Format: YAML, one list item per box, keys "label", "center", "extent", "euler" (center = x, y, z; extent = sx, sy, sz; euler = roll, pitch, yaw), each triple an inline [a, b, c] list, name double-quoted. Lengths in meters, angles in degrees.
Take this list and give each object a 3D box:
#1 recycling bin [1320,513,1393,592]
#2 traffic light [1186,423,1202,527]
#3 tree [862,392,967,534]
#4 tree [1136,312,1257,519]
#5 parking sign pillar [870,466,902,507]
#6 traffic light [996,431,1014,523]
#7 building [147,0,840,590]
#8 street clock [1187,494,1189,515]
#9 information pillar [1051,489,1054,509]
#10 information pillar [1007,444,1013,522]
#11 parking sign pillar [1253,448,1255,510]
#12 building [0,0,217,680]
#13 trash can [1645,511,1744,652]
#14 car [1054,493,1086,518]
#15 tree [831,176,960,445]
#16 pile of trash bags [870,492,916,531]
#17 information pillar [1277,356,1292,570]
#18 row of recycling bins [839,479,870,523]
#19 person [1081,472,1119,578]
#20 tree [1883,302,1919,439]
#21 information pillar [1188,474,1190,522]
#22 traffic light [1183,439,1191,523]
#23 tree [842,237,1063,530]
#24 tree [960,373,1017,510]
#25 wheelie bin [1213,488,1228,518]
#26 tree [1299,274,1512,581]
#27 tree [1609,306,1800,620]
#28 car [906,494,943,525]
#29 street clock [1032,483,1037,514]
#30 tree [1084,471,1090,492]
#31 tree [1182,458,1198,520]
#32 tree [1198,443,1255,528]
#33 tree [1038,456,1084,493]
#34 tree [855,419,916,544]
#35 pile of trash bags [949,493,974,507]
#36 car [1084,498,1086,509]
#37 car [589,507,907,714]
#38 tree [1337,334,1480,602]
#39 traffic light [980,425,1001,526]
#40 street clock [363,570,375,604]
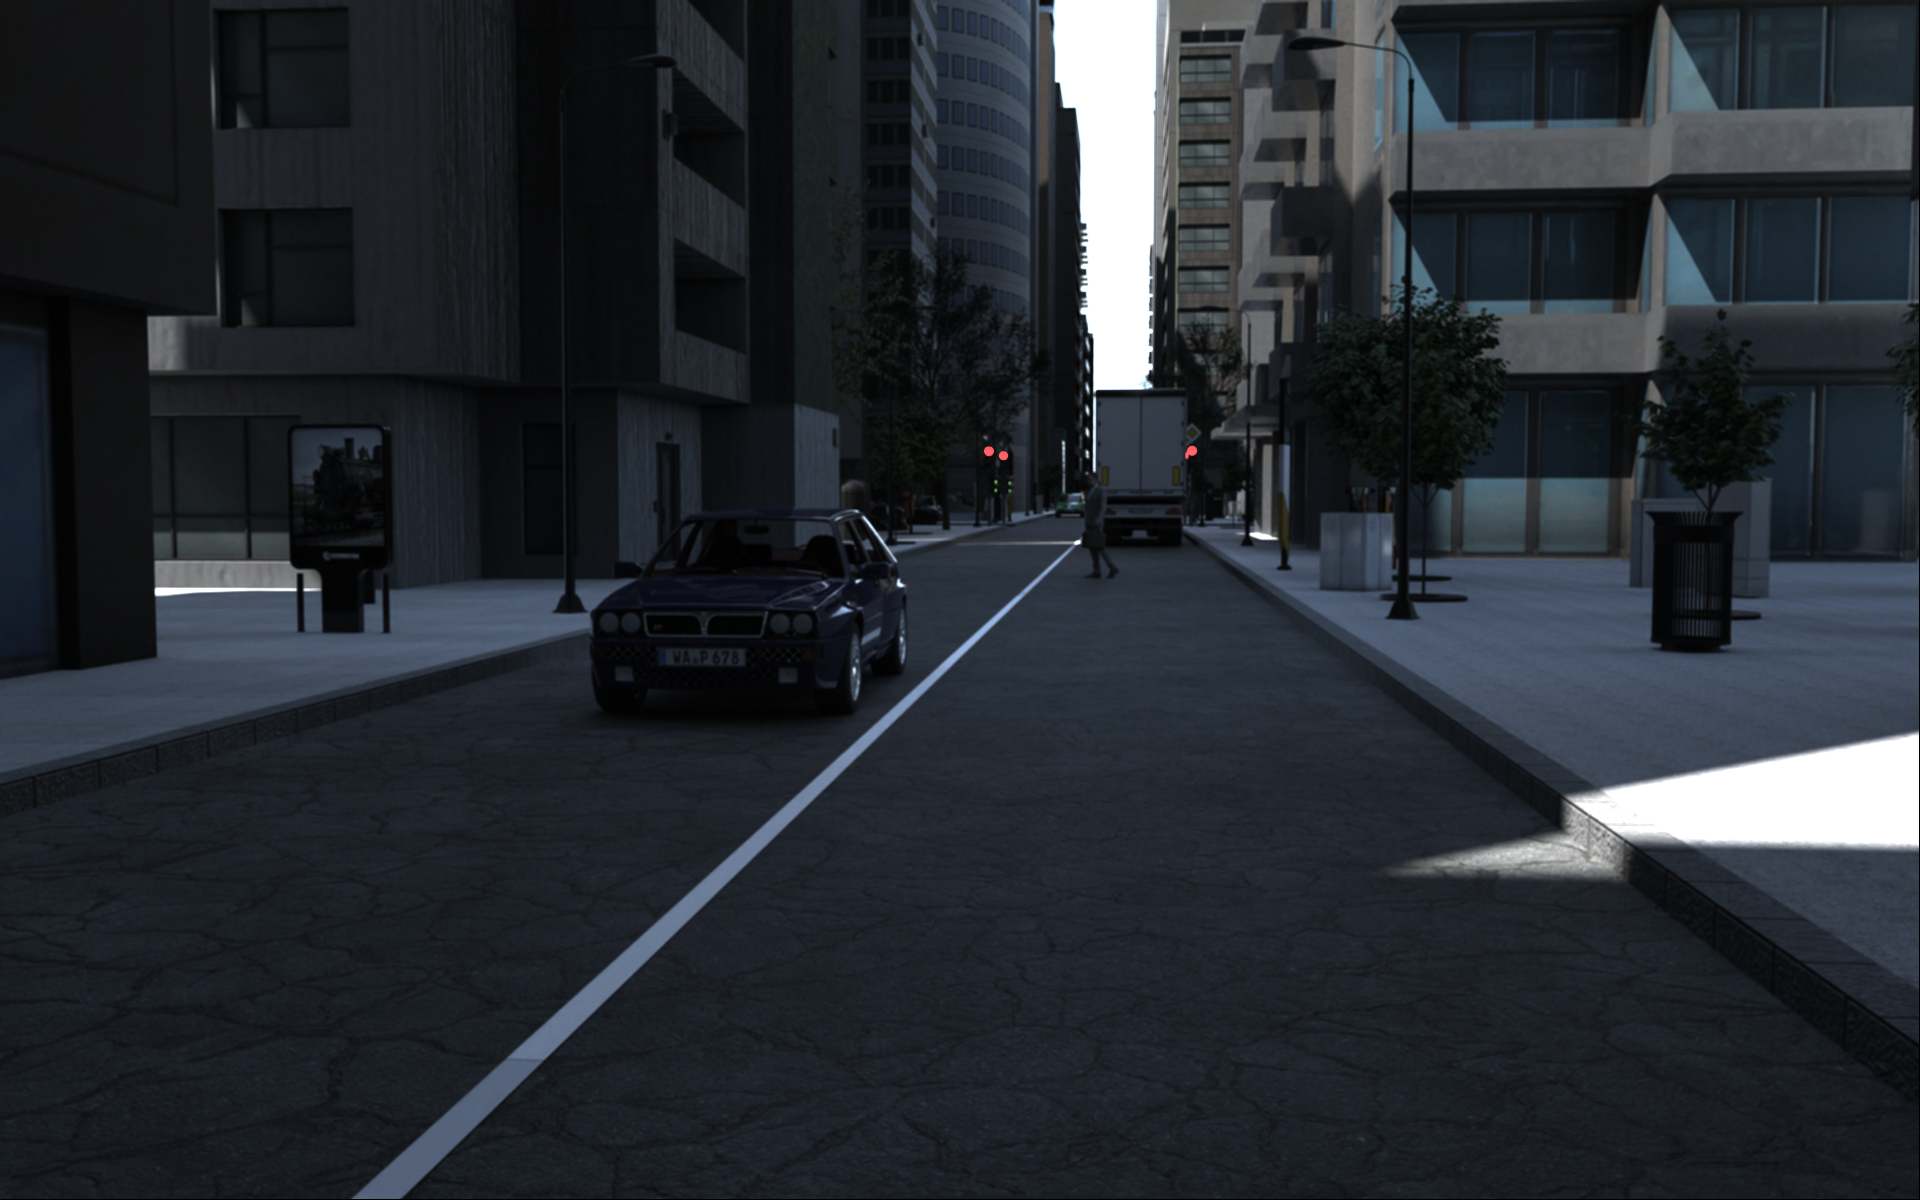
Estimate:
- label: "recycling bin"
  center: [5.313, -0.652, 23.219]
  extent: [0.722, 1.027, 0.722]
  euler: [3, 5, 45]
- label: "traffic light"
  center: [9.122, -4.858, 68.345]
  extent: [0.839, 4.253, 0.868]
  euler: [0, 4, 6]
- label: "tree"
  center: [-1.494, -4.396, 55.583]
  extent: [4.285, 4.588, 4.351]
  euler: [0, 3, 0]
- label: "tree"
  center: [12.322, -9.508, 89.867]
  extent: [8.767, 10.594, 7.601]
  euler: [0, 4, 6]
- label: "parking sign pillar"
  center: [-2.869, -4.880, 68.264]
  extent: [1.447, 3.967, 1.447]
  euler: [0, 4, 8]
- label: "traffic light"
  center: [1.974, -5.390, 77.048]
  extent: [0.839, 4.253, 0.868]
  euler: [0, 4, 6]
- label: "building"
  center: [-10.125, -15.710, 28.553]
  extent: [14.160, 30.474, 14.107]
  euler: [0, 4, 6]
- label: "street clock"
  center: [13.831, -6.122, 104.662]
  extent: [0.471, 2.002, 0.358]
  euler: [2, 4, 34]
- label: "information pillar"
  center: [8.132, -9.032, 152.170]
  extent: [0.304, 2.012, 0.304]
  euler: [0, 4, -5]
- label: "information pillar"
  center: [2.317, -5.409, 79.787]
  extent: [0.183, 3.616, 0.504]
  euler: [-1, 4, -18]
- label: "parking sign pillar"
  center: [17.680, -6.861, 100.652]
  extent: [1.447, 3.967, 1.447]
  euler: [1, 4, 15]
- label: "building"
  center: [-13.481, -21.780, 6.210]
  extent: [14.600, 45.320, 14.200]
  euler: [0, 4, 6]
- label: "trash can"
  center: [6.010, -0.157, 14.215]
  extent: [0.748, 1.137, 0.748]
  euler: [0, 3, 0]
- label: "car"
  center: [6.802, -5.988, 106.706]
  extent: [1.959, 1.807, 4.718]
  euler: [0, 4, 5]
- label: "tree"
  center: [-3.223, -5.413, 38.869]
  extent: [4.737, 8.622, 4.395]
  euler: [0, 3, 0]
- label: "pile of trash bags"
  center: [-2.614, -3.139, 61.082]
  extent: [1.912, 1.369, 3.447]
  euler: [2, 4, 31]
- label: "information pillar"
  center: [5.468, -2.313, 29.180]
  extent: [0.183, 3.616, 0.504]
  euler: [1, 4, 23]
- label: "row of recycling bins"
  center: [-3.066, -2.544, 48.706]
  extent: [1.069, 1.692, 3.534]
  euler: [0, 3, 0]
- label: "person"
  center: [2.307, -1.284, 29.612]
  extent: [0.853, 1.813, 0.709]
  euler: [-2, 4, -33]
- label: "tree"
  center: [13.692, -2.351, 22.159]
  extent: [4.285, 4.588, 4.351]
  euler: [0, 3, 0]
- label: "information pillar"
  center: [10.772, -5.461, 80.640]
  extent: [0.183, 3.616, 0.504]
  euler: [-1, 4, -16]
- label: "traffic light"
  center: [9.899, -5.344, 76.292]
  extent: [0.839, 4.253, 0.868]
  euler: [0, 4, 6]
- label: "tree"
  center: [-0.407, -7.811, 62.129]
  extent: [8.767, 10.594, 7.601]
  euler: [1, 4, 9]
- label: "tree"
  center: [1.094, -9.383, 103.768]
  extent: [4.737, 8.622, 4.395]
  euler: [0, 3, 0]
- label: "wheelie bin"
  center: [13.800, -5.153, 92.157]
  extent: [0.980, 1.594, 0.693]
  euler: [2, 4, 32]
- label: "tree"
  center: [6.739, -2.591, 26.070]
  extent: [4.285, 4.588, 4.351]
  euler: [0, 3, 0]
- label: "tree"
  center: [7.830, -1.423, 17.876]
  extent: [1.663, 3.219, 1.824]
  euler: [0, 3, 0]
- label: "car"
  center: [-2.730, -3.846, 72.663]
  extent: [4.222, 1.686, 2.009]
  euler: [0, 4, 6]
- label: "street clock"
  center: [4.729, -6.405, 109.288]
  extent: [0.358, 2.002, 0.471]
  euler: [0, 4, 4]
- label: "tree"
  center: [15.487, -14.699, 224.040]
  extent: [4.285, 4.588, 4.351]
  euler: [0, 3, 0]
- label: "tree"
  center: [11.704, -5.503, 84.575]
  extent: [1.663, 3.219, 1.824]
  euler: [0, 3, 0]
- label: "tree"
  center: [10.207, -4.295, 64.828]
  extent: [1.663, 3.219, 1.824]
  euler: [0, 3, 0]
- label: "tree"
  center: [7.336, -9.944, 146.295]
  extent: [4.285, 4.588, 4.351]
  euler: [0, 3, 0]
- label: "tree"
  center: [-1.617, -3.067, 44.749]
  extent: [1.663, 3.219, 1.824]
  euler: [0, 3, 0]
- label: "pile of trash bags"
  center: [-0.064, -6.083, 109.207]
  extent: [1.912, 1.369, 3.447]
  euler: [0, 4, -2]
- label: "car"
  center: [13.018, -9.511, 167.510]
  extent: [2.014, 1.417, 4.499]
  euler: [0, 4, 8]
- label: "car"
  center: [-1.415, 0.000, 12.581]
  extent: [1.945, 1.354, 3.894]
  euler: [0, 4, 5]
- label: "tree"
  center: [5.688, -1.617, 21.046]
  extent: [1.663, 3.219, 1.824]
  euler: [0, 3, 0]
- label: "traffic light"
  center: [1.197, -4.904, 69.101]
  extent: [0.839, 4.253, 0.868]
  euler: [0, 4, 6]
- label: "street clock"
  center: [-6.948, -0.956, 20.208]
  extent: [0.471, 2.002, 0.358]
  euler: [-1, 4, -13]
